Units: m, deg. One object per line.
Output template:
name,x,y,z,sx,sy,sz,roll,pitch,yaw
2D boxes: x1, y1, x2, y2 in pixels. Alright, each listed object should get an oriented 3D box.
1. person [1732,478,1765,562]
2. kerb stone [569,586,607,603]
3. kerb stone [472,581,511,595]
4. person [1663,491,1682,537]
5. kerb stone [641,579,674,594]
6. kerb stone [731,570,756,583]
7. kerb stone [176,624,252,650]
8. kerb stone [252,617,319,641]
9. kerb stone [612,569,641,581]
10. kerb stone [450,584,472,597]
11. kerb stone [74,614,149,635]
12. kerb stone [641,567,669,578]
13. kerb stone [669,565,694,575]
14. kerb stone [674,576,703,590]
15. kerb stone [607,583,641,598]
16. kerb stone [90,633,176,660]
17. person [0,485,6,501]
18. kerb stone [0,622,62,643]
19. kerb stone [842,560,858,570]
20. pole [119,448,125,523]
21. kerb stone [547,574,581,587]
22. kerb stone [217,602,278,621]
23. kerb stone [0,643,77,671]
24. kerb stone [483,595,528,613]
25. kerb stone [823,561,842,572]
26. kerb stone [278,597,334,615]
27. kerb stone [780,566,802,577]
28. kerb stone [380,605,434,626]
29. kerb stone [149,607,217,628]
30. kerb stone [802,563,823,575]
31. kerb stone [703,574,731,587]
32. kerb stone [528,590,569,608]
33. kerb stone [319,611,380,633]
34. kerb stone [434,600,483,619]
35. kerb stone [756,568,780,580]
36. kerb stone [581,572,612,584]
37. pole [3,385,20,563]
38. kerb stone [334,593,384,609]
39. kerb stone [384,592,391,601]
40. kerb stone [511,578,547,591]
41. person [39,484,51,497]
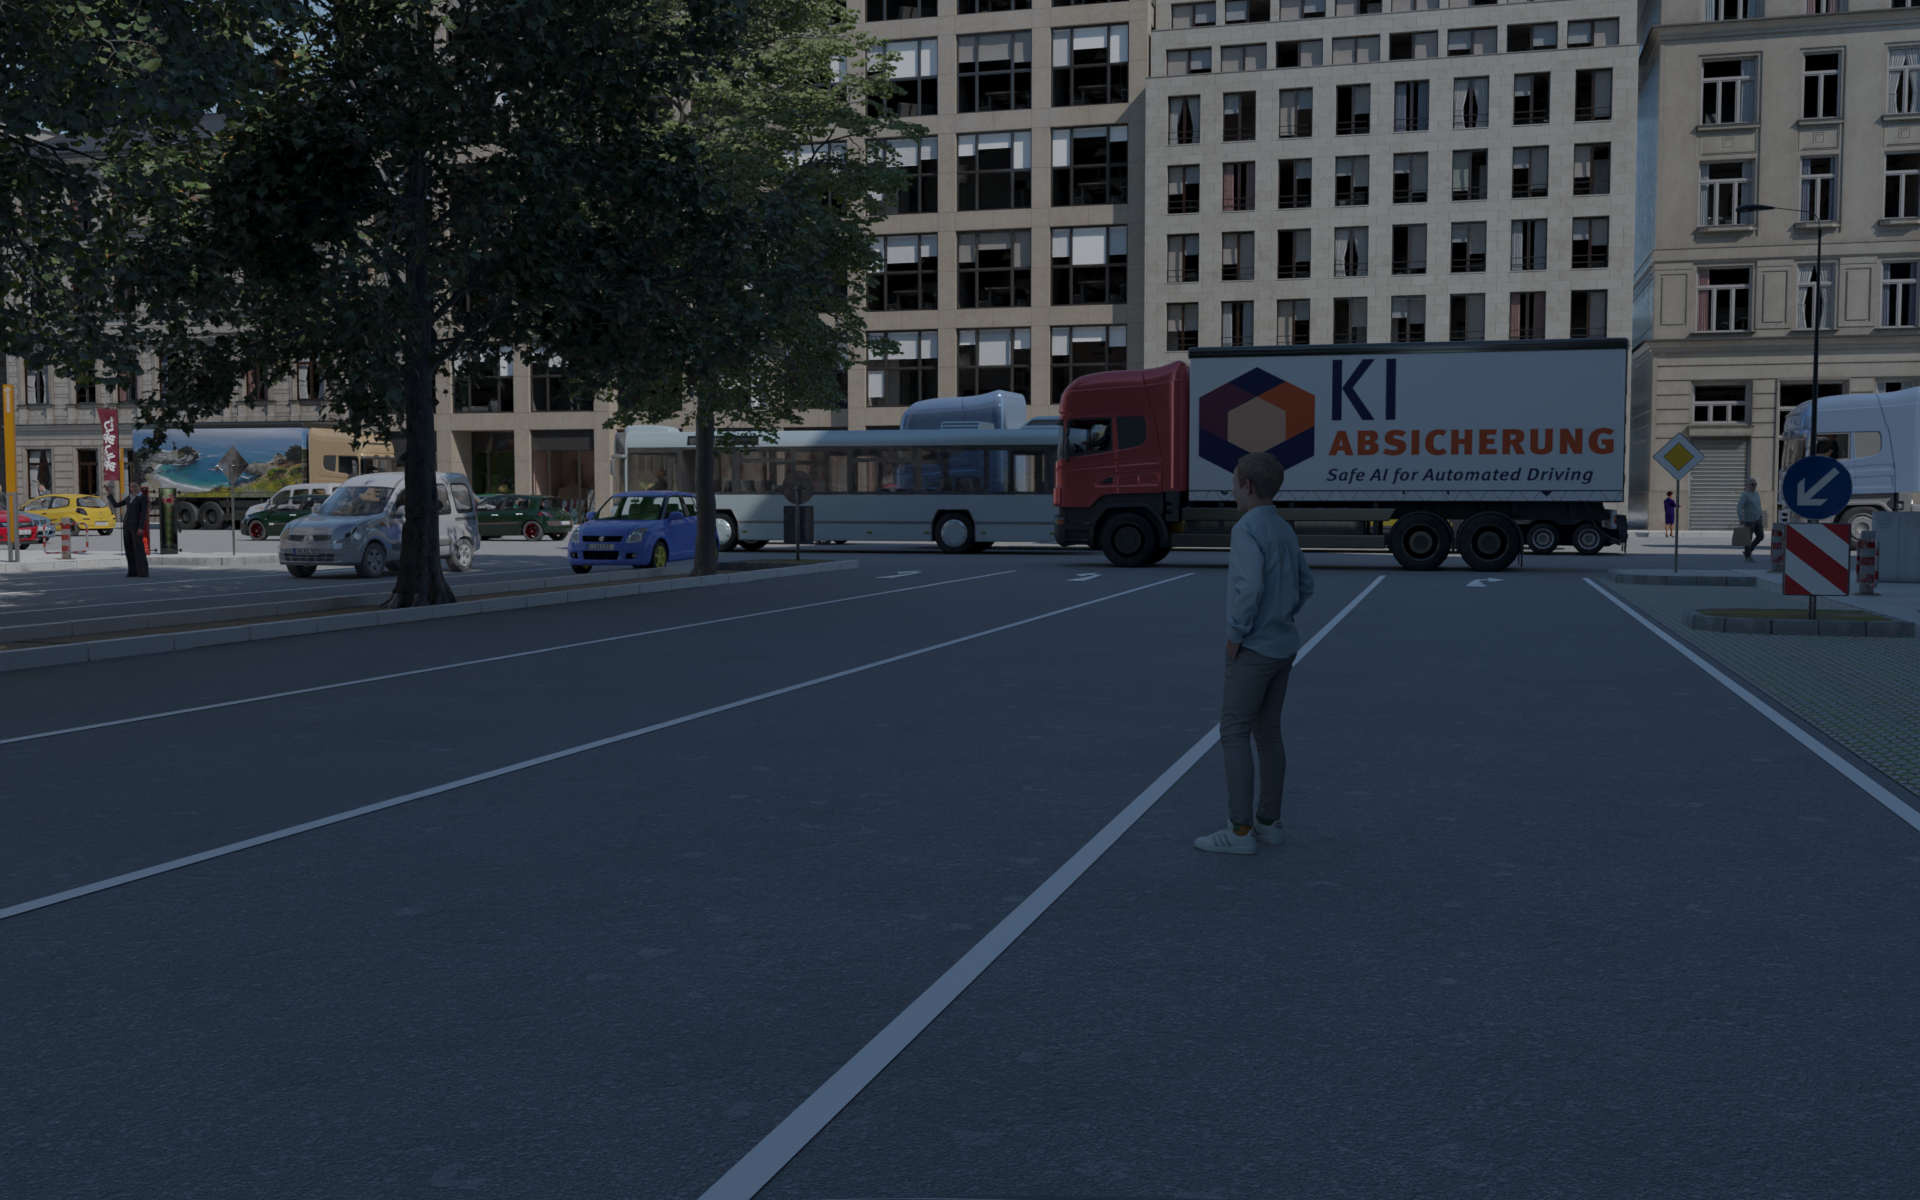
person,16.509,-1.673,36.334,0.782,1.767,0.515,-2,4,-30
kerb stone,-5.074,-0.067,23.296,0.120,0.150,1.000,1,4,16
kerb stone,-6.801,-0.164,24.870,0.120,0.150,1.000,1,4,16
person,23.491,-2.832,57.169,0.453,1.535,0.546,3,5,42
kerb stone,-4.492,-0.186,25.275,0.120,0.150,1.000,1,4,16
kerb stone,-3.614,-0.361,28.240,0.120,0.150,1.000,1,4,16
kerb stone,-7.115,0.360,16.383,0.120,0.150,1.000,1,4,16
kerb stone,-6.821,0.295,17.367,0.120,0.150,1.000,1,4,16
kerb stone,-5.636,-0.405,28.824,0.120,0.150,1.000,1,4,16
kerb stone,-7.095,-0.103,23.883,0.120,0.150,1.000,1,4,16
kerb stone,-8.842,0.260,17.943,0.120,0.150,1.000,1,4,16
kerb stone,-5.340,-0.462,29.819,0.120,0.150,1.000,1,4,16
kerb stone,-5.056,-0.527,30.806,0.120,0.150,1.000,1,4,16
kerb stone,-4.206,-0.247,26.262,0.120,0.150,1.000,1,4,16
kerb stone,-4.787,-0.127,24.289,0.120,0.150,1.000,1,4,16
kerb stone,-7.404,0.416,15.397,0.120,0.150,1.000,1,4,16
person,-36.417,-3.529,66.423,1.509,1.804,0.699,-1,4,-11
kerb stone,-9.139,0.326,16.952,0.120,0.150,1.000,1,4,16
kerb stone,-2.170,-0.671,33.167,0.120,0.150,1.000,1,4,16
pole,-37.351,-5.096,77.167,0.158,3.312,0.155,0,3,0
kerb stone,-6.216,-0.281,26.840,0.120,0.150,1.000,1,4,16
kerb stone,-8.256,0.139,19.929,0.120,0.150,1.000,1,4,16
kerb stone,-7.693,0.476,14.409,0.120,0.150,1.000,1,4,16
kerb stone,-5.656,0.054,21.310,0.120,0.150,1.000,1,4,16
kerb stone,-2.463,-0.611,32.182,0.120,0.150,1.000,1,4,16
kerb stone,-7.962,0.081,20.913,0.120,0.150,1.000,1,4,16
kerb stone,-3.035,-0.488,30.210,0.120,0.150,1.000,1,4,16
kerb stone,-6.239,0.177,19.341,0.120,0.150,1.000,1,4,16
kerb stone,-8.550,0.200,18.930,0.120,0.150,1.000,1,4,16
kerb stone,-2.752,-0.551,31.197,0.120,0.150,1.000,1,4,16
kerb stone,-3.908,-0.309,27.245,0.120,0.150,1.000,1,4,16
kerb stone,-5.367,-0.007,22.308,0.120,0.150,1.000,1,4,16
kerb stone,-6.534,0.235,18.354,0.120,0.150,1.000,1,4,16
kerb stone,-5.958,0.121,20.329,0.120,0.150,1.000,1,4,16
kerb stone,-3.328,-0.430,29.226,0.120,0.150,1.000,1,4,16
kerb stone,-5.934,-0.345,27.840,0.120,0.150,1.000,1,4,16
pole,-17.751,-2.358,32.405,0.158,3.312,0.155,0,3,0
kerb stone,-7.677,0.018,21.906,0.120,0.150,1.000,1,4,16
kerb stone,-7.388,-0.039,22.892,0.120,0.150,1.000,1,4,16
kerb stone,-6.513,-0.224,25.857,0.120,0.150,1.000,1,4,16
person,-38.004,-3.889,71.898,0.655,1.846,0.447,2,4,29
